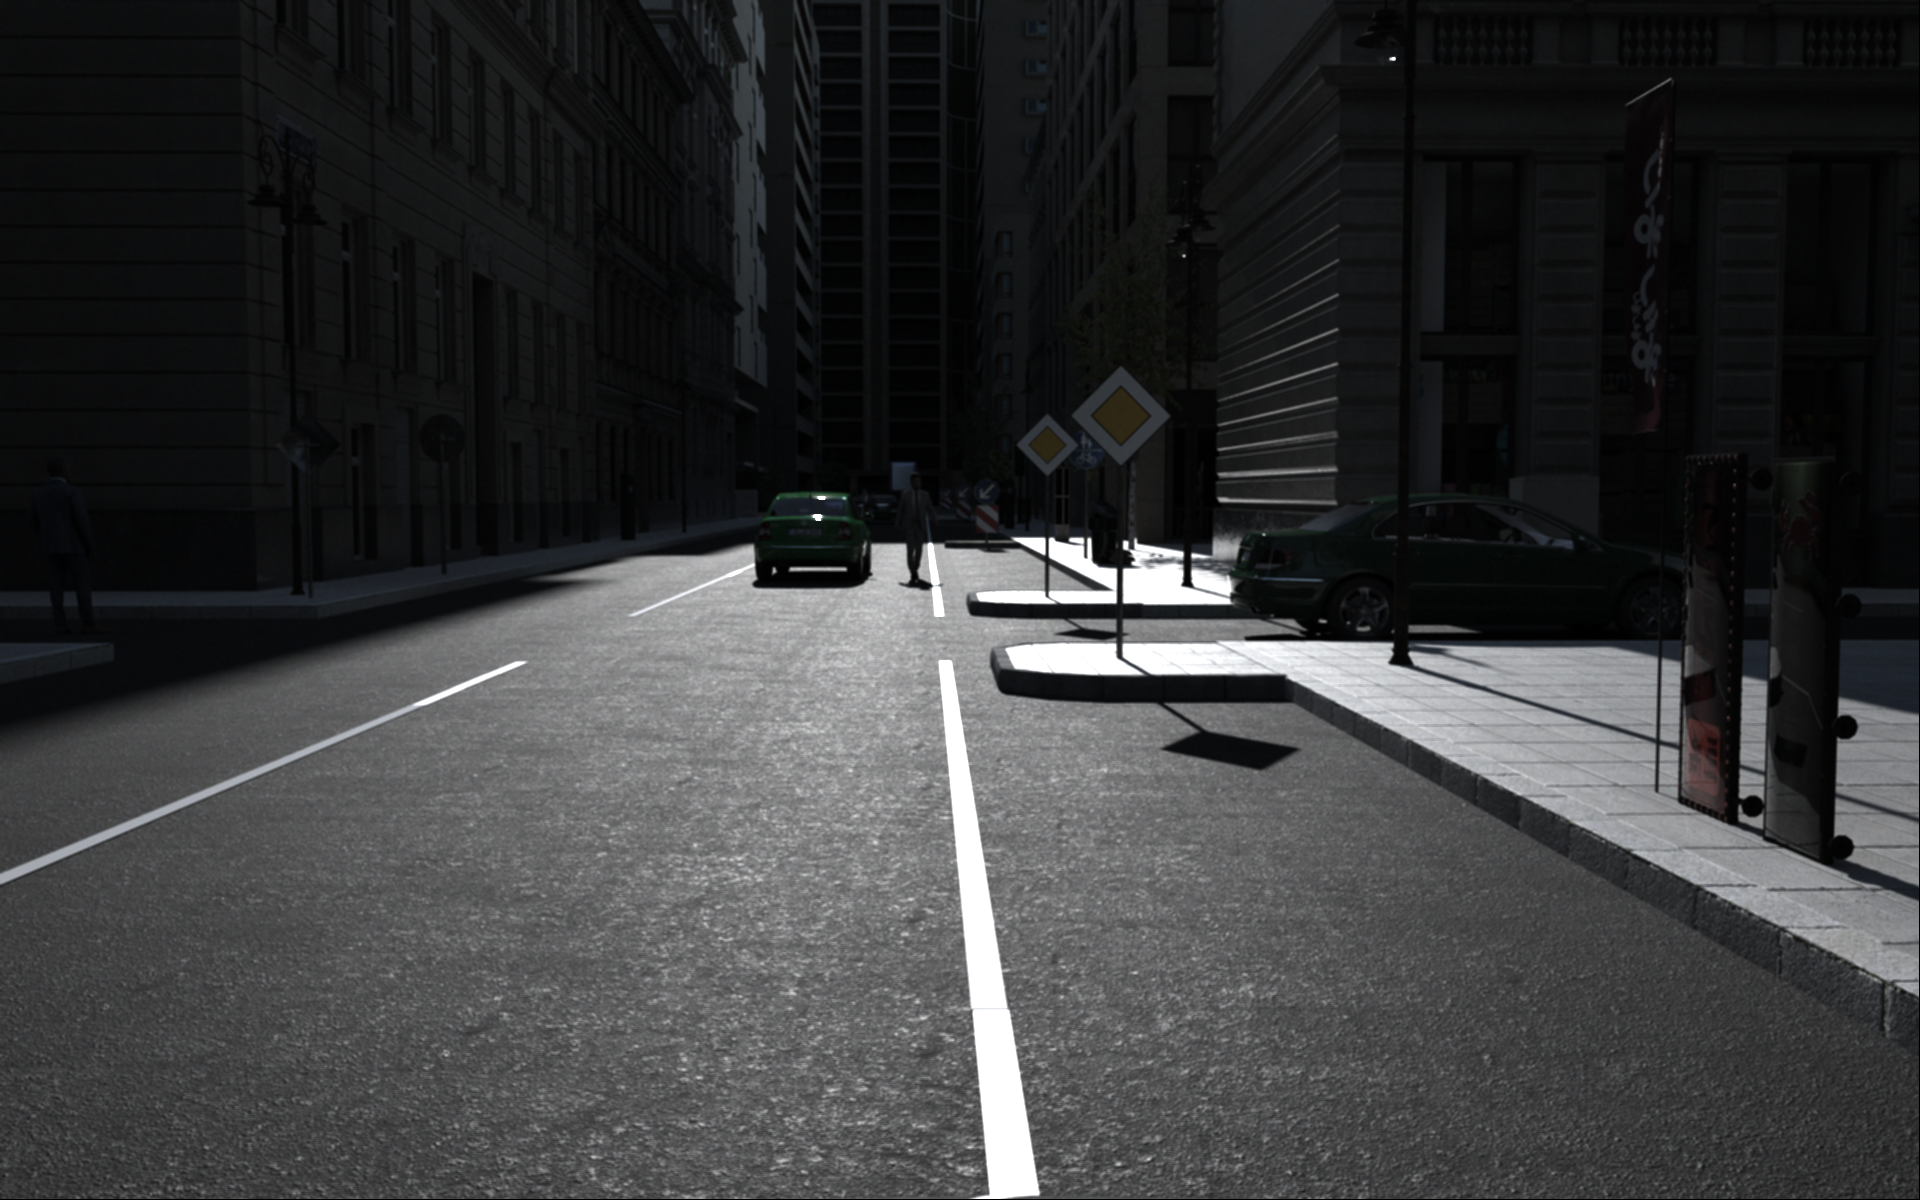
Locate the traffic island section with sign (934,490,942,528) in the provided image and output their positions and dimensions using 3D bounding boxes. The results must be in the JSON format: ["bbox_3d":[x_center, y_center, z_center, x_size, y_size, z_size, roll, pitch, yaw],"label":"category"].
[{"bbox_3d":[0.018,-3.999,74.016,1.989,1.847,2.006,0,4,-1],"label":"traffic island section with sign"}]

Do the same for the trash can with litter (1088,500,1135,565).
[{"bbox_3d":[2.826,-1.245,31.744,0.624,1.170,1.055,-2,4,-33],"label":"trash can with litter"}]

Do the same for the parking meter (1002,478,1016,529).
[{"bbox_3d":[1.854,-3.561,63.929,0.399,1.863,0.255,0,4,1],"label":"parking meter"}]

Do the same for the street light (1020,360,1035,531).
[{"bbox_3d":[2.337,-5.339,60.083,0.468,5.910,1.993,0,4,-1],"label":"street light"}]

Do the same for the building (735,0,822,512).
[{"bbox_3d":[-24.034,-32.803,160.031,21.600,48.544,21.300,0,4,-1],"label":"building"}]

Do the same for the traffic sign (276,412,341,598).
[{"bbox_3d":[-8.012,-1.081,21.318,0.795,2.450,0.064,0,4,-1],"label":"traffic sign"}]

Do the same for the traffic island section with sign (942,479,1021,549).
[{"bbox_3d":[0.587,-2.316,46.491,1.989,1.847,2.006,0,4,-1],"label":"traffic island section with sign"}]

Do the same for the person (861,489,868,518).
[{"bbox_3d":[-5.460,-5.499,99.075,0.621,1.740,0.551,-1,4,-13],"label":"person"}]

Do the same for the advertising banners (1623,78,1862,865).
[{"bbox_3d":[3.002,-0.652,6.845,0.090,3.025,2.074,0,3,0],"label":"advertising banners"}]

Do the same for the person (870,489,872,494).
[{"bbox_3d":[-8.087,-9.194,158.450,1.348,1.869,0.705,-2,4,-32],"label":"person"}]

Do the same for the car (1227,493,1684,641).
[{"bbox_3d":[5.172,-0.341,17.372,4.920,1.459,2.131,0,4,-2],"label":"car"}]

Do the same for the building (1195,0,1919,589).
[{"bbox_3d":[14.118,-12.147,27.486,19.941,23.489,11.050,0,4,-1],"label":"building"}]

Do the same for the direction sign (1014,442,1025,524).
[{"bbox_3d":[2.588,-5.075,74.977,0.379,3.537,0.876,2,4,32],"label":"direction sign"}]

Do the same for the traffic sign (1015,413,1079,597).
[{"bbox_3d":[1.080,-1.091,21.487,0.795,2.450,0.064,0,4,-1],"label":"traffic sign"}]

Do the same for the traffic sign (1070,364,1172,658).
[{"bbox_3d":[1.246,-0.603,13.503,0.795,2.450,0.064,0,4,-1],"label":"traffic sign"}]

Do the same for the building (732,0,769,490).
[{"bbox_3d":[-30.288,-36.987,193.976,27.495,52.752,28.713,0,4,-1],"label":"building"}]

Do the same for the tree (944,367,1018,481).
[{"bbox_3d":[1.282,-9.142,99.826,4.360,8.622,3.978,0,3,0],"label":"tree"}]

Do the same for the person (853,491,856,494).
[{"bbox_3d":[-8.995,-8.357,145.927,0.721,1.735,1.217,3,4,38],"label":"person"}]

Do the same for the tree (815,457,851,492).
[{"bbox_3d":[-11.247,-10.365,153.178,4.285,4.588,4.351,0,3,0],"label":"tree"}]

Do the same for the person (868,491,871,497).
[{"bbox_3d":[-7.932,-8.617,150.095,0.721,1.736,1.217,-2,4,-27],"label":"person"}]

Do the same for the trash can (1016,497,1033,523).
[{"bbox_3d":[2.877,-4.037,77.656,0.748,1.137,0.748,0,3,0],"label":"trash can"}]

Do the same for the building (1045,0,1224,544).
[{"bbox_3d":[13.788,-15.677,60.834,19.350,26.468,34.151,0,4,-1],"label":"building"}]

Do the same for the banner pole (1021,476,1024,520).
[{"bbox_3d":[3.001,-5.838,85.472,0.401,3.779,0.863,0,4,8],"label":"banner pole"}]

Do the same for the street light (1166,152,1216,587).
[{"bbox_3d":[3.158,-3.125,23.881,0.468,5.910,1.993,0,4,-1],"label":"street light"}]

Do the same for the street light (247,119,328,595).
[{"bbox_3d":[-8.446,-3.005,21.914,0.468,5.910,1.993,0,4,-1],"label":"street light"}]

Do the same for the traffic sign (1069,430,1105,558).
[{"bbox_3d":[2.510,-2.105,34.517,0.768,2.556,0.104,0,4,3],"label":"traffic sign"}]

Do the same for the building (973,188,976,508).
[{"bbox_3d":[8.230,-24.042,164.789,14.160,30.474,14.107,0,4,-1],"label":"building"}]

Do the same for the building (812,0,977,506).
[{"bbox_3d":[-6.143,-45.932,189.238,20.611,71.187,20.563,0,4,-1],"label":"building"}]

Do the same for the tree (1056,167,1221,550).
[{"bbox_3d":[4.056,-5.486,40.051,4.737,8.622,4.395,0,3,0],"label":"tree"}]

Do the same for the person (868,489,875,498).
[{"bbox_3d":[-5.242,-5.770,103.546,1.217,1.736,0.721,3,4,38],"label":"person"}]

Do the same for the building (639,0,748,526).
[{"bbox_3d":[-17.467,-17.742,77.465,14.401,28.519,23.554,0,4,-1],"label":"building"}]

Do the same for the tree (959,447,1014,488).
[{"bbox_3d":[1.634,-7.430,105.199,4.285,4.588,4.351,0,3,0],"label":"tree"}]

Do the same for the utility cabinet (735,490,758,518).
[{"bbox_3d":[-11.518,-5.179,93.361,1.173,1.500,0.318,1,4,12],"label":"utility cabinet"}]

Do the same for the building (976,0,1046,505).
[{"bbox_3d":[12.318,-31.975,146.498,21.300,48.544,21.600,0,4,-1],"label":"building"}]

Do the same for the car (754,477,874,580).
[{"bbox_3d":[-2.516,-1.318,30.342,1.959,1.807,4.718,0,4,0],"label":"car"}]

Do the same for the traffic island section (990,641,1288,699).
[{"bbox_3d":[1.270,0.532,13.581,2.009,0.180,2.903,0,4,-1],"label":"traffic island section"}]

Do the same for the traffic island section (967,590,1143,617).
[{"bbox_3d":[1.104,0.044,21.564,2.009,0.180,2.903,0,4,-1],"label":"traffic island section"}]

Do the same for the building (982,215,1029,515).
[{"bbox_3d":[15.823,-16.950,122.171,27.650,21.520,28.899,0,4,-1],"label":"building"}]

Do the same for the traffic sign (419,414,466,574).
[{"bbox_3d":[-8.255,-1.684,27.638,0.768,2.556,0.104,0,4,5],"label":"traffic sign"}]

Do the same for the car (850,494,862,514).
[{"bbox_3d":[-6.886,-6.245,111.894,2.009,1.686,4.222,0,4,-1],"label":"car"}]

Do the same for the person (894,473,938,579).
[{"bbox_3d":[-0.750,-1.251,29.229,0.678,1.792,0.850,-1,4,-13],"label":"person"}]

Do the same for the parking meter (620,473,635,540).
[{"bbox_3d":[-9.264,-2.606,48.318,0.255,1.863,0.399,2,4,27],"label":"parking meter"}]

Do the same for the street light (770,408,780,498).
[{"bbox_3d":[-9.955,-7.365,93.213,0.468,5.910,1.993,0,4,-1],"label":"street light"}]

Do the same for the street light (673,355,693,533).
[{"bbox_3d":[-9.194,-5.186,57.579,0.468,5.910,1.993,0,4,-1],"label":"street light"}]

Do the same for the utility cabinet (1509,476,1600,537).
[{"bbox_3d":[7.481,-0.806,21.862,1.173,1.500,0.318,-1,4,-22],"label":"utility cabinet"}]

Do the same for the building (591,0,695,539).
[{"bbox_3d":[-15.128,-11.730,56.417,10.561,19.102,19.286,0,4,-1],"label":"building"}]

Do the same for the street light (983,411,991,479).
[{"bbox_3d":[1.508,-7.544,96.130,0.468,5.910,1.993,0,4,-1],"label":"street light"}]

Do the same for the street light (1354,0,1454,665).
[{"bbox_3d":[3.326,-2.453,12.893,0.468,5.910,1.993,0,4,-1],"label":"street light"}]

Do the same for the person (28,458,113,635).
[{"bbox_3d":[-9.120,-0.550,17.682,0.721,1.800,0.419,0,3,0],"label":"person"}]

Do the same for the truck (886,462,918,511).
[{"bbox_3d":[-4.517,-9.117,138.817,2.967,4.110,18.799,0,4,-2],"label":"truck"}]

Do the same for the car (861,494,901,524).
[{"bbox_3d":[-3.733,-4.392,83.607,2.131,1.459,4.920,0,4,-2],"label":"car"}]

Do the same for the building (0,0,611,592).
[{"bbox_3d":[-15.167,-14.480,34.007,12.463,27.353,25.104,0,4,-1],"label":"building"}]

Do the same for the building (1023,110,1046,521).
[{"bbox_3d":[8.550,-14.551,87.057,9.793,20.994,18.267,0,4,-1],"label":"building"}]

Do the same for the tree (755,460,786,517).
[{"bbox_3d":[-10.672,-6.261,96.975,1.663,3.219,1.824,0,3,0],"label":"tree"}]

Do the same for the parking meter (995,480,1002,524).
[{"bbox_3d":[1.681,-4.130,73.237,0.255,1.863,0.399,3,5,42],"label":"parking meter"}]

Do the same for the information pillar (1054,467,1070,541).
[{"bbox_3d":[2.767,-2.599,46.982,0.304,2.012,0.304,3,4,38],"label":"information pillar"}]

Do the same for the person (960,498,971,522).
[{"bbox_3d":[0.254,-4.879,88.082,0.655,1.846,0.447,-2,4,-29],"label":"person"}]
